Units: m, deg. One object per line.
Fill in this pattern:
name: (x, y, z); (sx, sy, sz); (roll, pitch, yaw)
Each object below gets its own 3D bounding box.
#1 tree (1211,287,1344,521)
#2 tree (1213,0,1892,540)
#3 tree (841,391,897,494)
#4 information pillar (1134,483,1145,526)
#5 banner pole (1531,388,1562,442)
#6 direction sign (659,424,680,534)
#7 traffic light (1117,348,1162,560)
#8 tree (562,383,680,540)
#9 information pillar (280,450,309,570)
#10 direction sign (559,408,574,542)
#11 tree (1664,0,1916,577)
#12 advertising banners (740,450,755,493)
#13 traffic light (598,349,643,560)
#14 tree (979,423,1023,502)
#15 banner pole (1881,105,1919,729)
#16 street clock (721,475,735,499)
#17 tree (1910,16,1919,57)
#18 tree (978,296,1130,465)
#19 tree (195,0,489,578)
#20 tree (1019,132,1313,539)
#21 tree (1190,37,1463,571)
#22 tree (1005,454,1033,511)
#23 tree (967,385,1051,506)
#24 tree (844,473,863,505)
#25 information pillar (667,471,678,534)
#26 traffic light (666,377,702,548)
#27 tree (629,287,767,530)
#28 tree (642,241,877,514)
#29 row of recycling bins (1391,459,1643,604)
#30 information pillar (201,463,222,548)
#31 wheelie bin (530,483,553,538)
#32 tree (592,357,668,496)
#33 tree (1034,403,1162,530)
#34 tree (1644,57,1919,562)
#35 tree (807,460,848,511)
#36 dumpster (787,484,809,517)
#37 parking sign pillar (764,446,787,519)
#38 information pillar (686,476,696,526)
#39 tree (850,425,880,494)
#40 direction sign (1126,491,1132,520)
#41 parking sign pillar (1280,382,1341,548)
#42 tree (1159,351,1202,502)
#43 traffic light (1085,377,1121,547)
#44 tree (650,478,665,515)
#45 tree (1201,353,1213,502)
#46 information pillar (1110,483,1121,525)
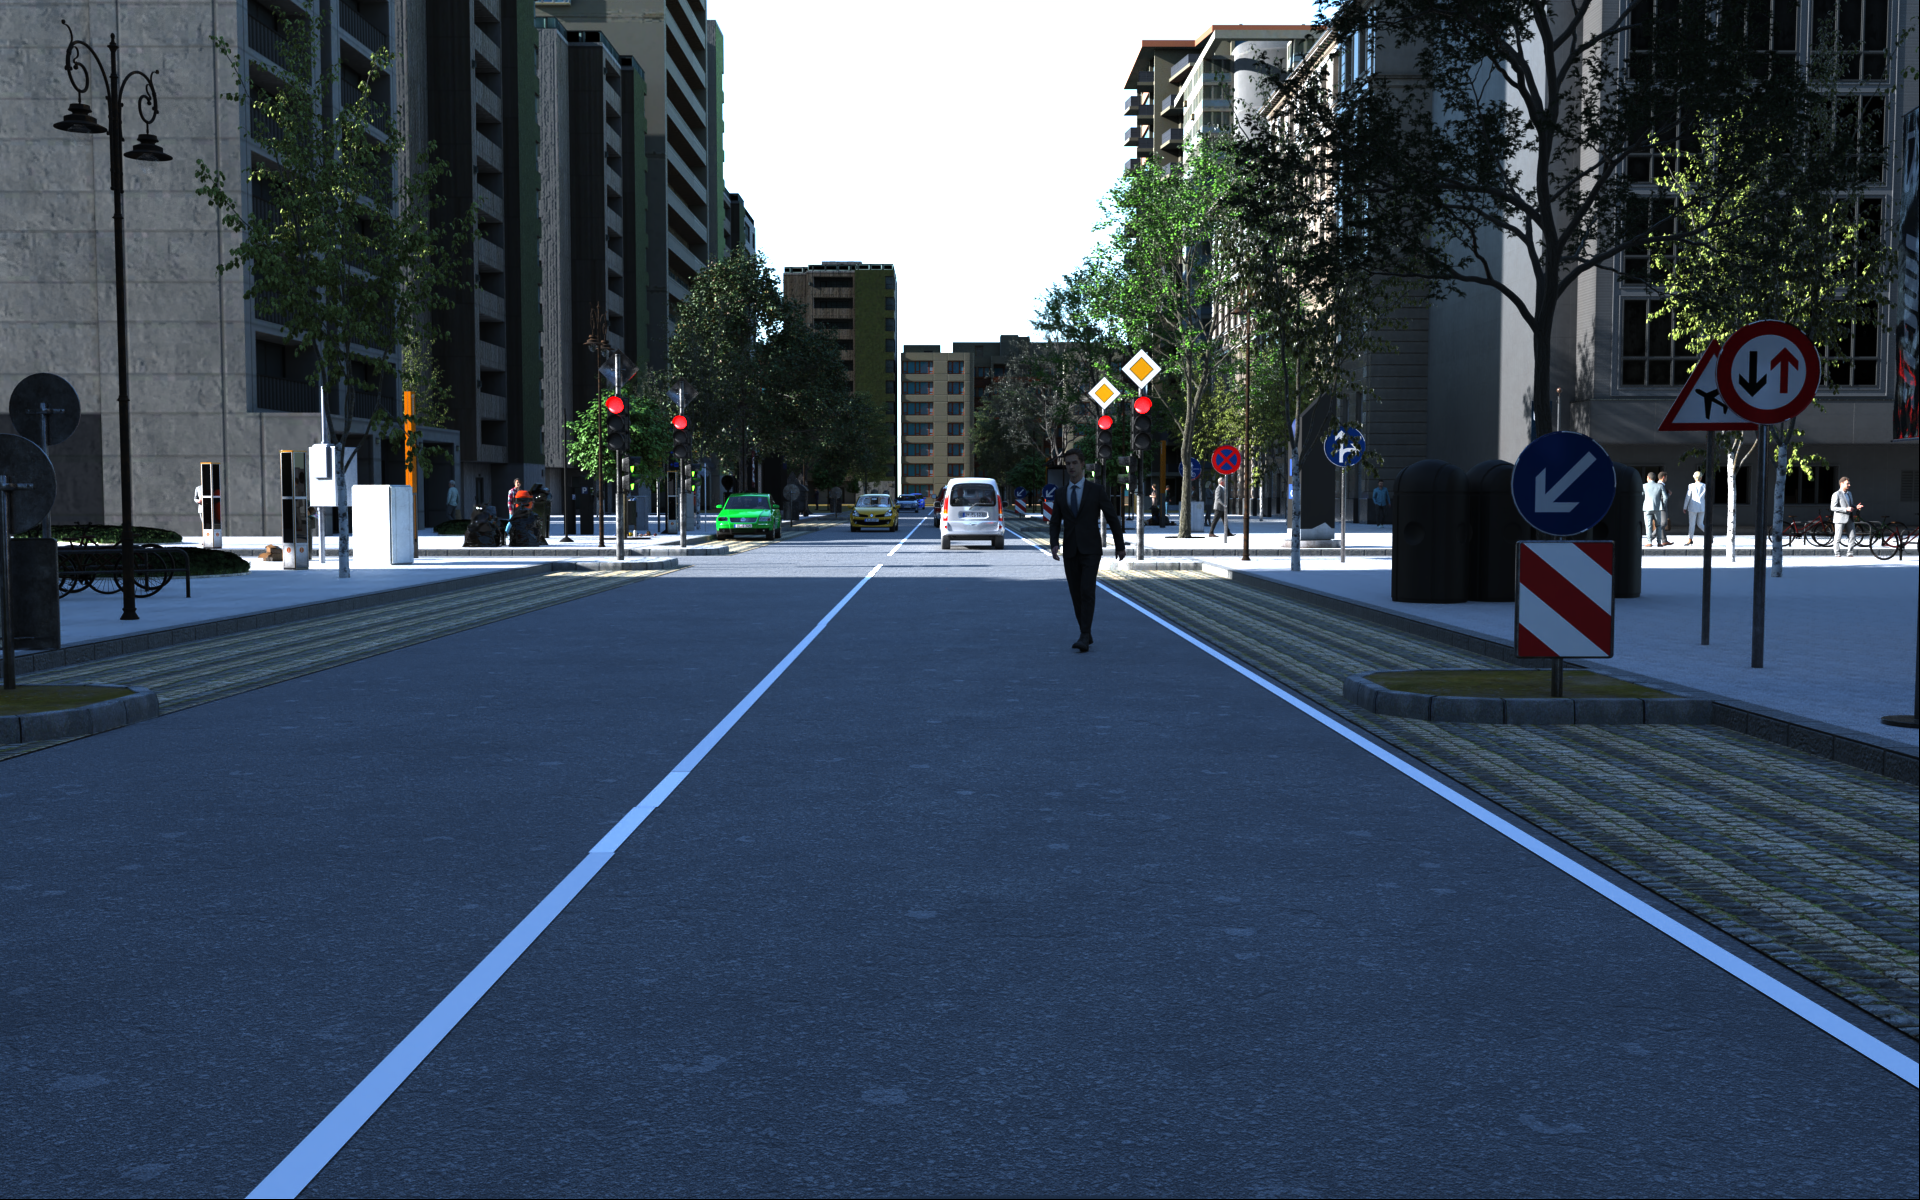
tree: (12.639, -7.029, 65.292); (4.737, 8.622, 4.395); (0, 3, 0)
tree: (6.377, -5.202, 19.466); (7.601, 10.594, 8.767); (0, 4, 5)
tree: (-10.564, -16.657, 190.464); (7.486, 12.596, 7.792); (0, 3, 0)
information pillar: (7.101, -4.723, 68.569); (0.183, 3.616, 0.504); (-3, 4, -36)
banner pole: (13.873, -3.111, 40.879); (0.863, 3.779, 0.401); (1, 4, 10)
direction sign: (-9.497, -3.911, 55.939); (0.876, 3.537, 0.379); (-1, 4, -17)
traffic light: (3.484, -2.732, 33.584); (0.839, 4.253, 0.868); (0, 4, 0)
tree: (-9.456, -3.997, 49.058); (4.285, 4.588, 4.351); (0, 3, 0)
information pillar: (-11.270, -1.520, 29.338); (0.304, 2.012, 0.304); (2, 4, 27)
direction sign: (-10.534, -3.320, 46.273); (0.379, 3.537, 0.876); (-1, 4, -13)
tree: (12.765, -4.670, 26.719); (4.360, 8.622, 3.978); (0, 3, 0)
advertising banners: (-8.416, -4.446, 68.873); (0.090, 3.025, 2.074); (1, 4, 9)
traffic light: (-6.577, -2.727, 33.502); (0.839, 4.253, 0.868); (0, 4, 0)
tree: (4.389, -13.778, 175.635); (4.360, 8.622, 3.978); (0, 3, 0)
banner pole: (5.392, -1.206, 9.743); (0.401, 3.779, 0.863); (1, 4, 11)
street clock: (-8.896, -3.786, 66.469); (0.471, 2.002, 0.358); (1, 4, 8)
tree: (12.991, -4.230, 19.519); (4.737, 8.622, 4.395); (0, 3, 0)
tree: (6.048, -11.979, 106.226); (12.009, 13.543, 11.850); (0, 3, 0)
tree: (-9.342, -4.634, 26.134); (4.737, 8.622, 4.395); (0, 3, 0)
tree: (6.652, -7.598, 49.991); (9.928, 11.665, 9.643); (0, 3, 0)
tree: (5.736, -4.775, 28.430); (4.360, 8.622, 3.978); (0, 3, 0)
tree: (5.782, -9.055, 131.770); (4.285, 4.588, 4.351); (0, 3, 0)
tree: (5.522, -17.549, 193.579); (9.857, 13.997, 8.962); (0, 3, 0)
tree: (-9.311, -9.778, 154.471); (1.663, 3.219, 1.824); (0, 3, 0)
information pillar: (-9.199, -3.117, 55.454); (0.304, 2.012, 0.304); (0, 4, -2)
traffic light: (-6.629, -3.215, 41.487); (0.839, 4.253, 0.868); (0, 4, 0)
tree: (-9.330, -6.865, 62.602); (4.360, 8.622, 3.978); (0, 3, 0)
tree: (-9.878, -9.910, 79.039); (9.611, 12.733, 9.660); (0, 3, 0)
row of recycling bins: (6.875, -0.857, 21.122); (3.534, 1.692, 1.069); (-1, 4, -23)
information pillar: (-17.528, -2.206, 40.560); (0.304, 2.012, 0.304); (1, 4, 17)
wheelie bin: (-12.255, -2.599, 50.395); (0.693, 1.594, 0.980); (0, 4, 5)
tree: (-17.123, -8.579, 90.632); (4.737, 8.622, 4.395); (0, 3, 0)
tree: (5.733, -4.845, 62.936); (4.285, 4.588, 4.351); (0, 3, 0)
tree: (14.572, -5.008, 32.236); (4.737, 8.622, 4.395); (0, 3, 0)
tree: (-10.334, -9.221, 134.477); (4.285, 4.588, 4.351); (0, 3, 0)
dumpster: (-9.276, -5.681, 98.643); (1.264, 1.857, 1.865); (0, 4, 0)
parking sign pillar: (-9.415, -6.115, 88.457); (1.447, 3.967, 1.447); (3, 5, 43)
information pillar: (-10.709, -3.945, 68.989); (0.304, 2.012, 0.304); (0, 4, 8)
tree: (-10.263, -14.206, 182.626); (4.360, 8.622, 3.978); (0, 3, 0)
direction sign: (8.239, -5.644, 84.271); (0.876, 3.537, 0.379); (1, 4, 21)
parking sign pillar: (8.433, -3.244, 41.506); (1.447, 3.967, 1.447); (-3, 5, -40)
tree: (12.058, -8.295, 85.983); (4.737, 8.622, 4.395); (0, 3, 0)
traffic light: (3.432, -3.220, 41.569); (0.839, 4.253, 0.868); (0, 4, 0)
tree: (-18.701, -6.861, 106.781); (1.663, 3.219, 1.824); (0, 3, 0)
tree: (13.883, -7.986, 80.940); (4.737, 8.622, 4.395); (0, 3, 0)
information pillar: (5.897, -3.741, 65.650); (0.304, 2.012, 0.304); (-2, 4, -29)
